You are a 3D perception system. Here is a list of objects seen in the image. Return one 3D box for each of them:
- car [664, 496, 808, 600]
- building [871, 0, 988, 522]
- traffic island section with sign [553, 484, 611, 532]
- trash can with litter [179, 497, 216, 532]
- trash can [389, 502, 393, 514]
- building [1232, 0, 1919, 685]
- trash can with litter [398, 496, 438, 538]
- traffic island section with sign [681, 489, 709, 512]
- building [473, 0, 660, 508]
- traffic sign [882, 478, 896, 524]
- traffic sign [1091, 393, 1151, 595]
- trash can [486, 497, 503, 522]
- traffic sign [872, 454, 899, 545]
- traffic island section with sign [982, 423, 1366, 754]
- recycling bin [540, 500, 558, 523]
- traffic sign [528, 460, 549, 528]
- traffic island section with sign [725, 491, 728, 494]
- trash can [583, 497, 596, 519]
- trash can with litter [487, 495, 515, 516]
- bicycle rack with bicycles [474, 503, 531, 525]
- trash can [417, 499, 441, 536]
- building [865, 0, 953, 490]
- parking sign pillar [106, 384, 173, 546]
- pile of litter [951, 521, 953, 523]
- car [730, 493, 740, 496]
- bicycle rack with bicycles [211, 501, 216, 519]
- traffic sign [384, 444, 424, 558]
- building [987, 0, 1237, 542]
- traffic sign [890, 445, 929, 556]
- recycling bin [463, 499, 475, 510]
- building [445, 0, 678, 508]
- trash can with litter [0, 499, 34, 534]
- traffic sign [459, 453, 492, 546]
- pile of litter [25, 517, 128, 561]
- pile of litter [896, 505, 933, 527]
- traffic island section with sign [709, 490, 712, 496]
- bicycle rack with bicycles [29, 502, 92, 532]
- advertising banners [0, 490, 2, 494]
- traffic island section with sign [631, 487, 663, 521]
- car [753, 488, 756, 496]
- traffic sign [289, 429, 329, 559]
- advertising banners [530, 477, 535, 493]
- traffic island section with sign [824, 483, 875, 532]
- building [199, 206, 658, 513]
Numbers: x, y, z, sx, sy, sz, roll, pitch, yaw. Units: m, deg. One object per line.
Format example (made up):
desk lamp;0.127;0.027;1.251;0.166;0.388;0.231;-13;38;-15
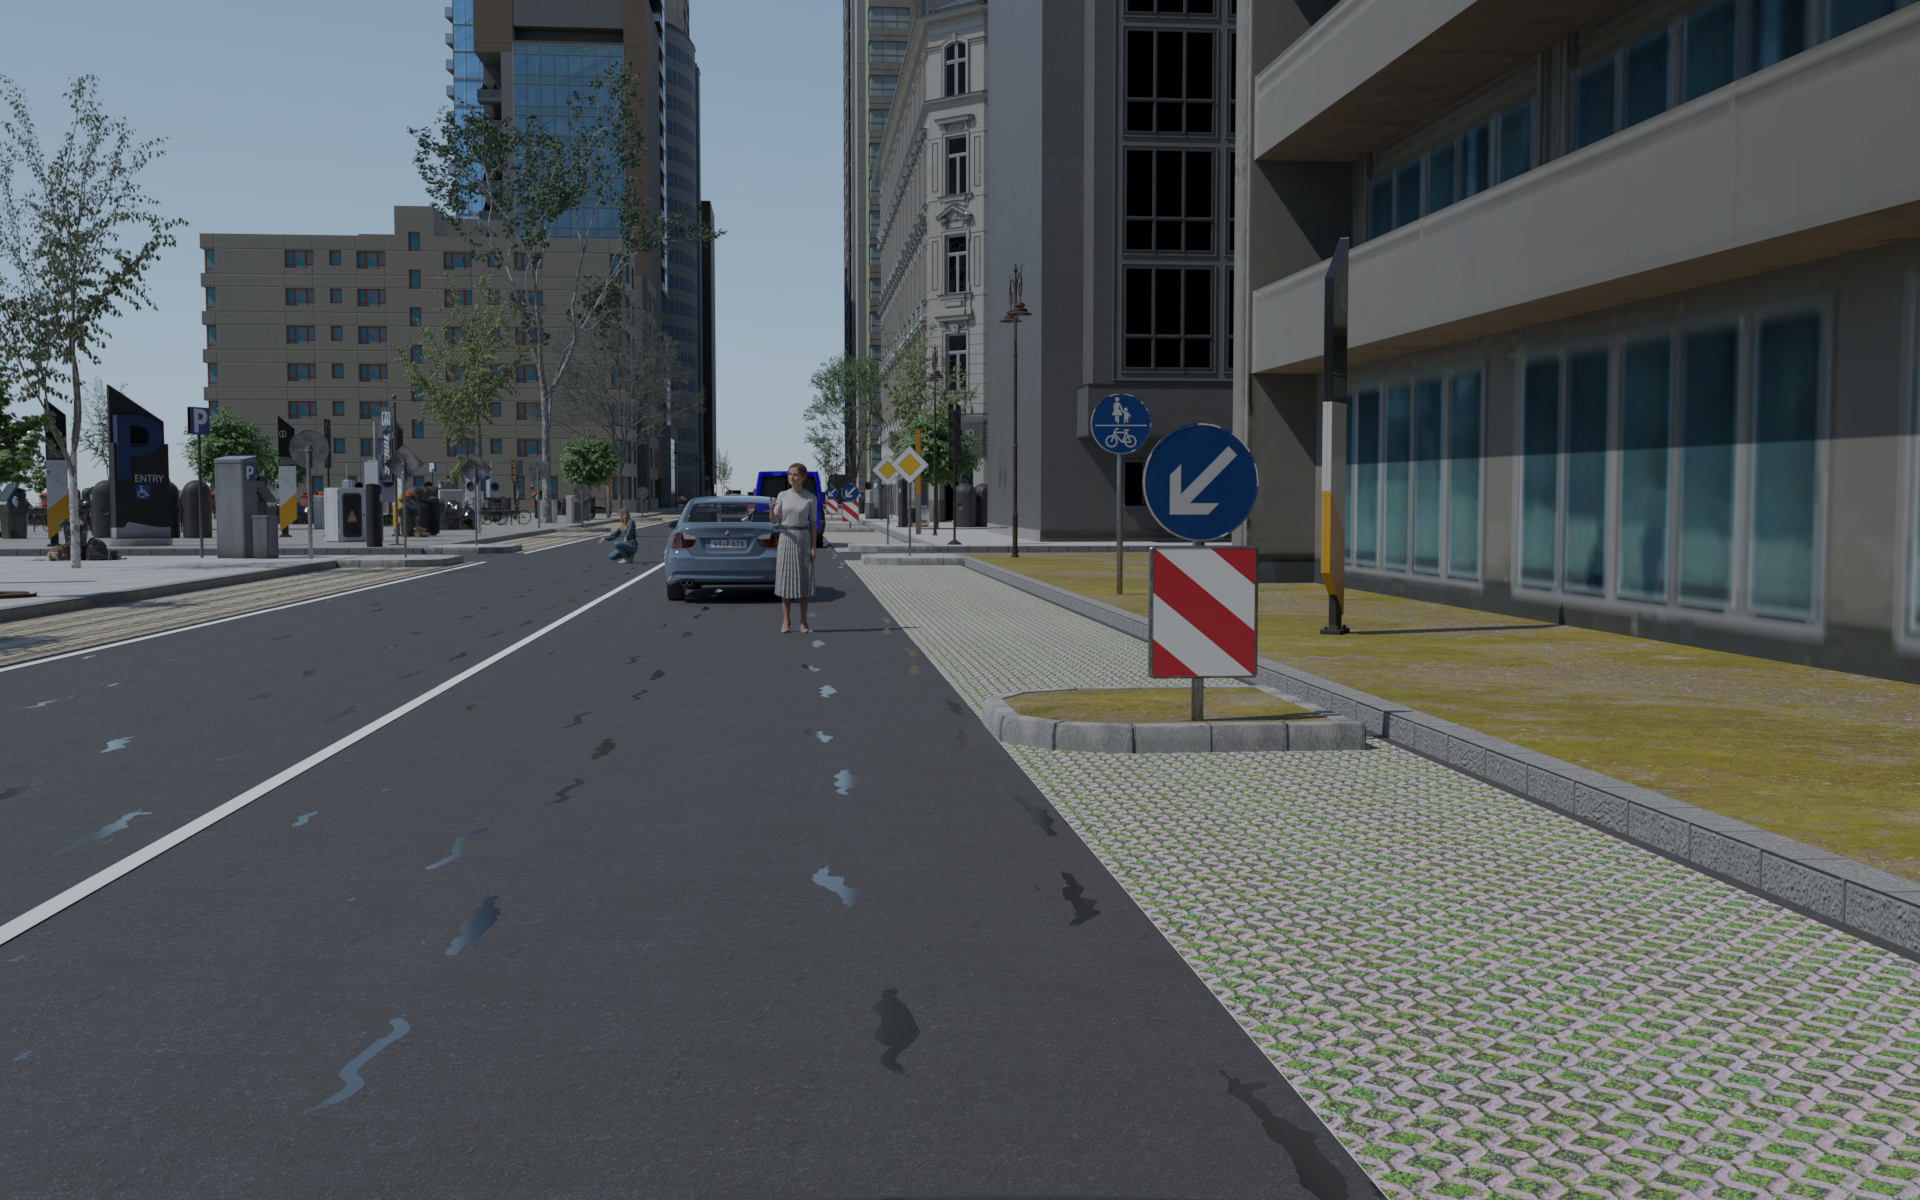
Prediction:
car;-3.182;-0.775;24.679;2.014;1.417;4.499;0;4;-4
building;4.546;-19.652;97.728;17.030;29.872;44.131;0;4;-6
traffic island section with sign;-14.248;-3.475;65.450;1.989;1.847;2.006;0;4;-6
trash can with litter;-26.149;-2.886;58.245;2.233;1.210;1.678;1;4;17
trash can;-29.030;-4.730;88.984;0.748;1.137;0.748;0;3;0
building;15.665;-23.925;14.878;21.300;48.544;21.600;0;4;-6
trash can with litter;-16.185;-2.453;51.488;1.055;1.170;0.624;2;4;29
traffic island section with sign;-21.849;-8.165;142.120;1.989;1.847;2.006;0;4;-6
building;-33.858;-30.737;152.658;14.600;45.320;14.200;0;4;-6
traffic sign;-3.003;-4.358;73.387;0.606;2.300;0.079;0;4;-1
traffic sign;2.038;-1.341;22.031;0.768;2.556;0.104;0;4;-1
trash can;-21.612;-4.207;80.433;0.748;1.137;0.748;0;3;0
traffic sign;-1.832;-2.458;43.838;0.795;2.450;0.064;0;4;-6
traffic island section with sign;1.172;-0.112;10.462;1.989;1.847;2.006;0;4;-6
recycling bin;-18.324;-3.943;77.024;0.722;1.027;0.722;0;4;-3
traffic sign;-15.911;-3.992;65.379;0.768;2.556;0.104;0;4;1
traffic island section with sign;-32.687;-14.852;251.459;1.989;1.847;2.006;0;4;-6
trash can;-19.245;-4.787;89.924;0.748;1.137;0.748;0;3;0
trash can with litter;-25.360;-5.158;95.390;2.233;1.210;1.678;0;4;-1
bicycle rack with bicycles;-19.445;-3.569;71.739;2.925;0.926;2.852;0;4;-3
trash can;-16.392;-2.559;53.489;0.748;1.137;0.748;0;3;0
building;-0.542;-27.814;138.359;14.154;41.232;14.086;0;4;-6
parking sign pillar;-20.370;-3.333;42.974;1.447;3.967;1.447;-3;5;-44
pile of litter;0.194;-3.629;73.292;1.176;0.858;1.719;1;4;11
car;-17.726;-7.653;134.904;2.009;1.686;4.222;0;4;-7
bicycle rack with bicycles;-38.614;-4.612;88.783;2.852;0.926;2.925;2;4;32
traffic sign;-11.191;-1.912;34.910;0.795;2.450;0.064;0;4;-6
building;13.442;-15.810;52.000;24.014;27.812;14.314;0;4;-6
traffic sign;-1.044;-1.972;35.892;0.795;2.450;0.064;0;4;-6
recycling bin;-26.256;-4.895;92.580;0.722;1.027;0.722;0;4;3
building;-39.624;-52.651;173.521;22.319;86.520;31.000;0;4;-6
trash can with litter;-29.891;-2.653;54.766;0.624;1.170;1.055;1;4;12
traffic sign;-11.978;-2.398;42.857;0.795;2.450;0.064;0;4;-6
pile of litter;-17.147;-1.201;33.596;1.719;0.858;1.176;0;4;-2
pile of litter;-1.720;-3.280;67.588;1.719;0.858;1.176;-1;4;-16
traffic island section with sign;-24.496;-9.805;168.945;1.989;1.847;2.006;0;4;-6
bicycle rack with bicycles;-30.472;-2.830;59.647;2.852;0.926;2.925;-1;4;-11
advertising banners;-41.933;-4.860;75.648;0.090;3.025;2.074;-2;4;-25
traffic island section with sign;-16.932;-5.132;92.533;1.989;1.847;2.006;0;4;-6
car;-10.501;-5.266;94.766;2.281;1.827;5.304;0;4;-4
traffic sign;-12.810;-2.079;34.105;0.768;2.556;0.104;0;4;-3
advertising banners;-28.169;-7.333;116.076;0.090;3.025;2.074;2;4;27
traffic island section with sign;-4.267;-3.467;65.319;1.989;1.847;2.006;0;4;-6
building;-37.947;-17.470;130.672;27.650;21.520;28.899;0;4;-6
